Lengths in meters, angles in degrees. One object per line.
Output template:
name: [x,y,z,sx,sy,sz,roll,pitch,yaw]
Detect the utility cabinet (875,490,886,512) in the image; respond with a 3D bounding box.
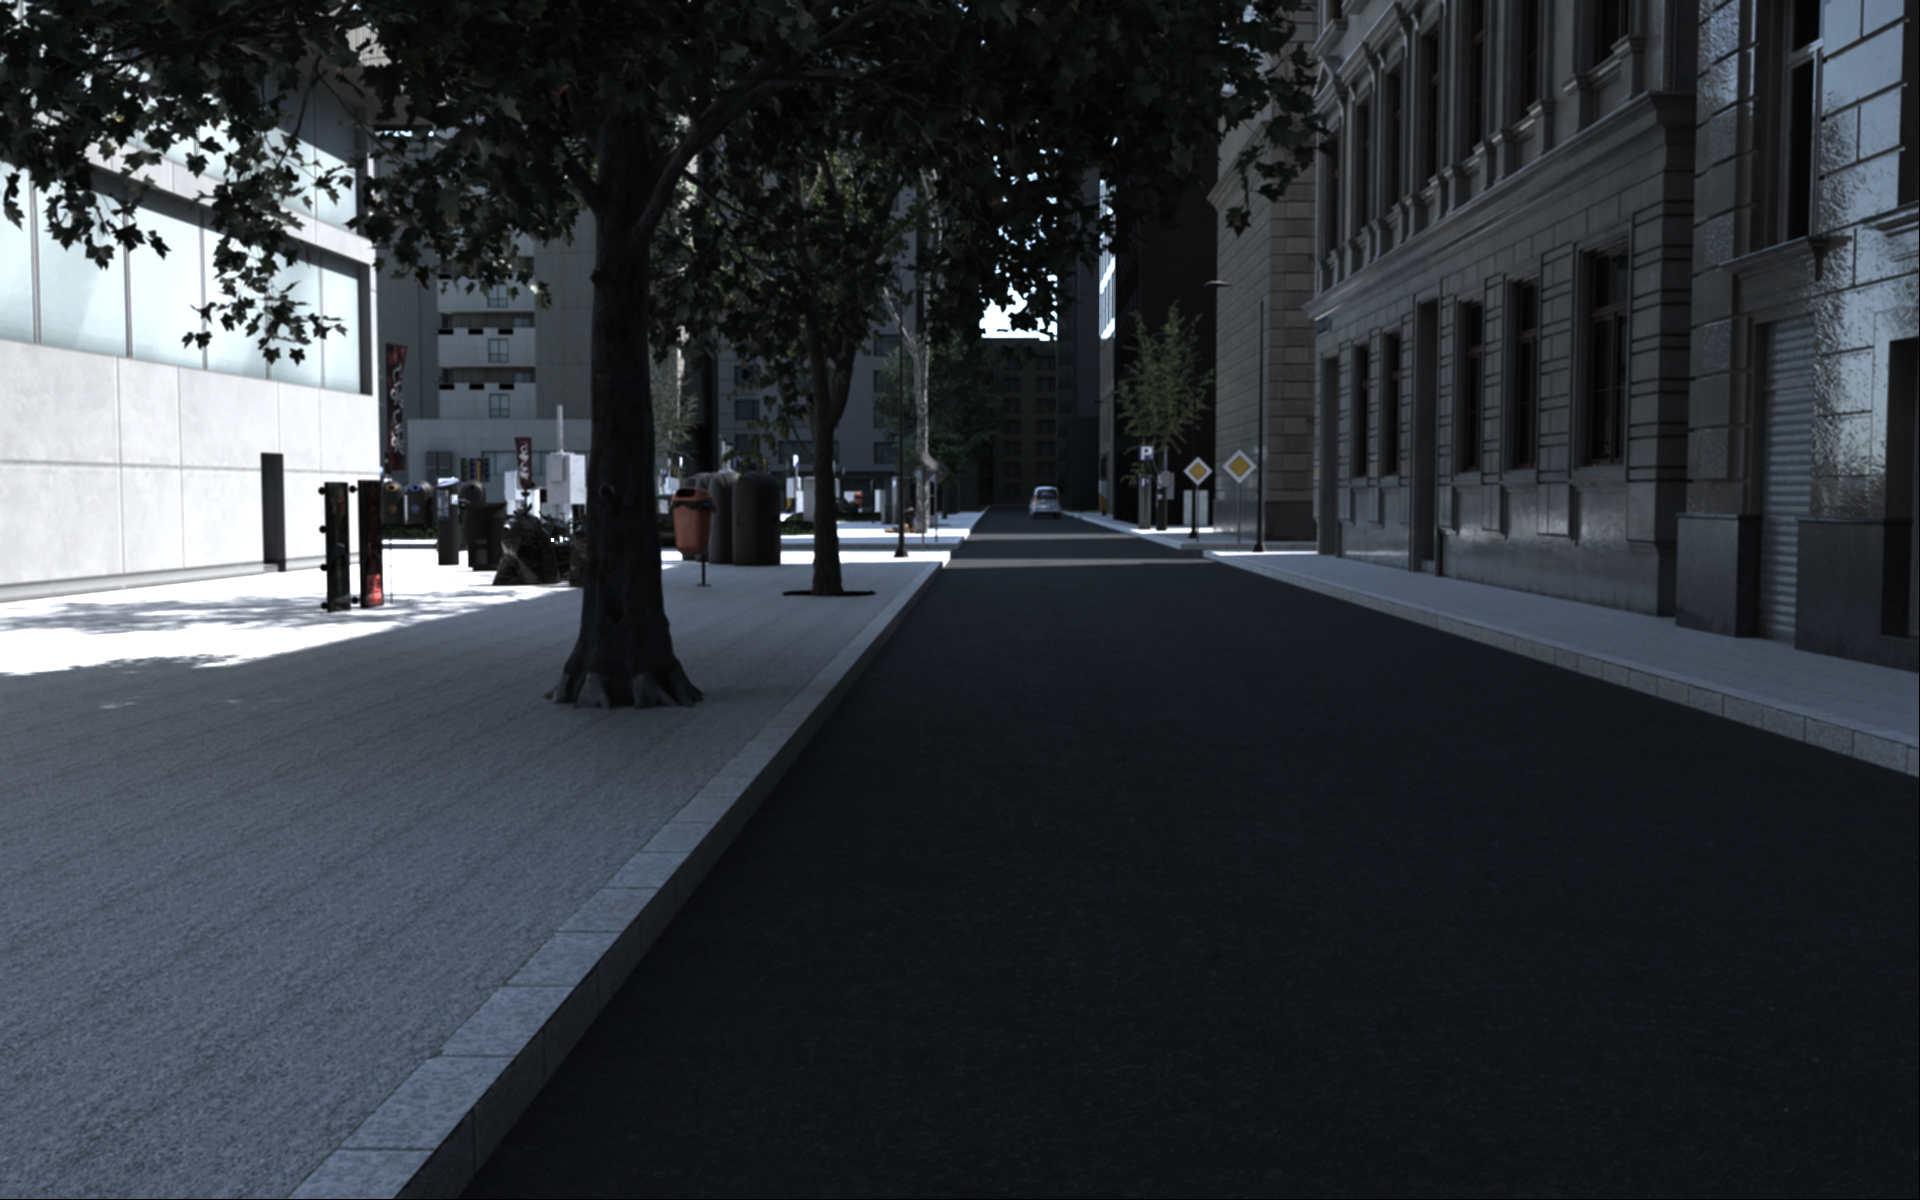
utility cabinet: [-3.999,-4.791,87.019,0.318,1.500,1.173,-1,4,-16]

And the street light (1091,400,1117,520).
street light: [7.207,-6.937,85.963,1.470,5.913,1.316,0,4,1]

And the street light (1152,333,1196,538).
street light: [6.253,-4.751,50.227,1.470,5.913,1.316,0,4,1]

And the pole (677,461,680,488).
pole: [-17.526,-6.975,107.891,0.158,3.312,0.155,0,3,0]

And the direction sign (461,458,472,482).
direction sign: [-31.231,-7.219,110.029,0.876,3.537,0.379,-2,4,-25]

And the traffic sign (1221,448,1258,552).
traffic sign: [6.127,-2.103,38.034,0.795,2.450,0.064,0,4,1]

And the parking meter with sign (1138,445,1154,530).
parking meter with sign: [6.739,-4.078,62.943,0.543,3.016,1.738,0,4,5]

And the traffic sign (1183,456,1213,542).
traffic sign: [6.312,-2.592,46.017,0.795,2.450,0.064,0,4,1]

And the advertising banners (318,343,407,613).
advertising banners: [-6.686,-1.429,19.558,0.090,3.025,2.074,1,4,8]

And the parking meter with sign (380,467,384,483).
parking meter with sign: [-36.431,-6.998,110.672,0.543,3.016,1.738,1,4,22]

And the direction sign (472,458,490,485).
direction sign: [-30.212,-7.202,109.755,0.876,3.537,0.379,-3,5,-41]

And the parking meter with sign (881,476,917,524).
parking meter with sign: [-2.538,-4.746,73.860,1.738,3.016,0.543,-2,4,-34]

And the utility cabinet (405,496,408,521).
utility cabinet: [-23.330,-3.872,74.472,1.020,1.237,0.306,0,4,-4]

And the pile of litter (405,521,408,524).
pile of litter: [-20.053,-3.032,63.545,1.176,0.858,1.719,3,4,38]

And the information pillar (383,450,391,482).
information pillar: [-30.636,-6.198,92.696,0.183,3.616,0.504,2,4,25]

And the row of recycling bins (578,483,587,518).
row of recycling bins: [-13.831,-3.622,66.335,1.069,1.692,3.534,3,5,40]

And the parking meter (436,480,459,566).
parking meter: [-9.221,-1.393,31.191,0.372,1.533,0.369,0,3,0]

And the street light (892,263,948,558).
street light: [-0.642,-3.811,34.843,1.470,5.913,1.316,0,4,1]

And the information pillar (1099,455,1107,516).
information pillar: [8.526,-6.839,103.167,0.504,3.616,0.183,-2,4,-30]

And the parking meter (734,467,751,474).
parking meter: [-4.680,-1.952,37.619,0.399,1.863,0.255,-2,4,-30]

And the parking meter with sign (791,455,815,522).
parking meter with sign: [-6.526,-4.893,76.254,1.738,3.016,0.543,1,4,22]

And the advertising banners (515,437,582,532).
advertising banners: [-12.695,-3.497,53.371,2.074,3.025,0.090,0,4,6]

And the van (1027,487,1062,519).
van: [4.951,-5.740,100.857,2.013,2.044,4.112,0,4,-1]

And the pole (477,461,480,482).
pole: [-30.023,-6.987,108.076,0.158,3.312,0.155,0,3,0]

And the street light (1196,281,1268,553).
street light: [6.058,-4.003,37.986,1.470,5.913,1.316,0,4,1]

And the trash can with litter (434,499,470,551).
trash can with litter: [-11.475,-1.687,38.972,1.055,1.170,0.624,3,4,38]

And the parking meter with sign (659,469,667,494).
parking meter with sign: [-19.972,-7.461,118.246,0.543,3.016,1.738,-2,4,-30]

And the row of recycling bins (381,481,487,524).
row of recycling bins: [-16.240,-2.828,53.344,3.534,1.692,1.069,1,4,10]

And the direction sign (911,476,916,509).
direction sign: [-2.583,-6.541,98.941,0.379,3.537,0.876,2,4,24]

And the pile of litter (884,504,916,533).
pile of litter: [-1.878,-2.633,57.011,1.176,0.858,1.719,-1,4,-16]

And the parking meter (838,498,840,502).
parking meter: [-8.405,-6.886,118.292,0.399,1.863,0.255,-1,4,-13]

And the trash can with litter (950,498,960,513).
trash can with litter: [-0.564,-6.332,114.915,1.055,1.170,0.624,-2,4,-29]

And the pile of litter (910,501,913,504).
pile of litter: [-2.875,-5.009,95.868,1.719,0.858,1.176,1,4,16]

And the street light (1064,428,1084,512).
street light: [7.970,-9.087,121.109,1.470,5.913,1.316,0,4,1]

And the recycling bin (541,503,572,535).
recycling bin: [-11.805,-2.334,50.722,0.722,1.027,0.722,0,4,5]

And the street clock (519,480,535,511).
street clock: [-15.486,-3.498,61.762,0.358,2.002,0.471,1,4,13]

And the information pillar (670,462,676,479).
information pillar: [-20.241,-7.992,122.027,0.504,3.616,0.183,1,4,10]

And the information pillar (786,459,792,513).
information pillar: [-11.370,-7.569,115.114,0.183,3.616,0.504,-3,5,-42]

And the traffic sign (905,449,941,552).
traffic sign: [-0.815,-2.115,38.215,0.795,2.450,0.064,0,4,1]

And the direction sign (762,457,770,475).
direction sign: [-11.872,-6.990,106.289,0.379,3.537,0.876,2,4,25]

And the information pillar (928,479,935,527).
information pillar: [-1.185,-3.819,66.929,0.304,2.012,0.304,3,4,38]

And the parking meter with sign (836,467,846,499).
parking meter with sign: [-8.319,-7.107,112.466,1.738,3.016,0.543,2,4,24]

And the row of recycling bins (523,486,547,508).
row of recycling bins: [-26.757,-6.370,111.267,3.534,1.692,1.069,3,4,38]

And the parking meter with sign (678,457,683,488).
parking meter with sign: [-12.197,-5.158,80.600,1.738,3.016,0.543,0,4,5]

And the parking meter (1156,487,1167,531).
parking meter: [7.045,-3.187,60.516,0.372,1.533,0.369,0,3,0]

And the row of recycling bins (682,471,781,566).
row of recycling bins: [-4.337,-1.543,32.343,1.069,1.692,3.534,-2,4,-28]

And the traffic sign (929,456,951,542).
traffic sign: [-0.630,-2.603,46.198,0.795,2.450,0.064,0,4,1]
